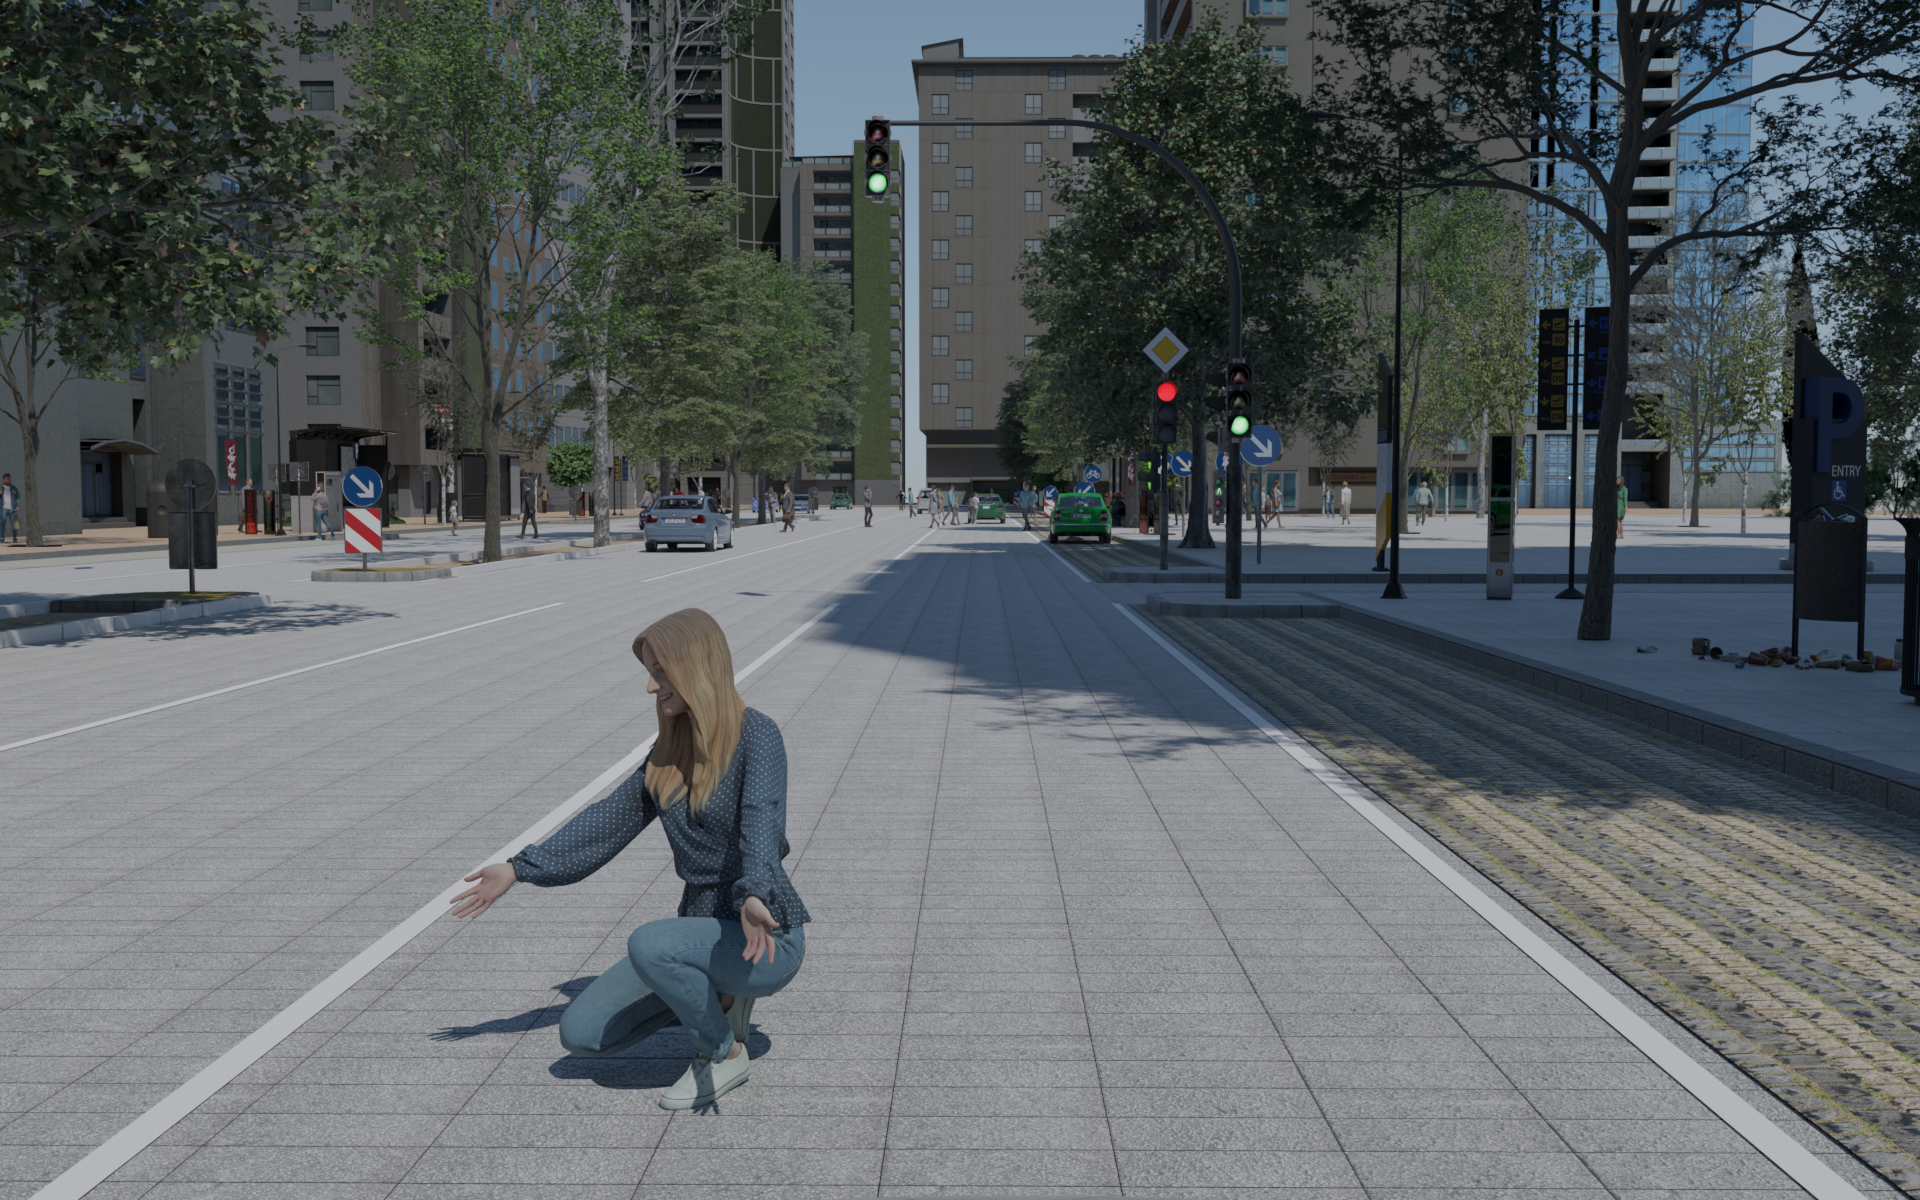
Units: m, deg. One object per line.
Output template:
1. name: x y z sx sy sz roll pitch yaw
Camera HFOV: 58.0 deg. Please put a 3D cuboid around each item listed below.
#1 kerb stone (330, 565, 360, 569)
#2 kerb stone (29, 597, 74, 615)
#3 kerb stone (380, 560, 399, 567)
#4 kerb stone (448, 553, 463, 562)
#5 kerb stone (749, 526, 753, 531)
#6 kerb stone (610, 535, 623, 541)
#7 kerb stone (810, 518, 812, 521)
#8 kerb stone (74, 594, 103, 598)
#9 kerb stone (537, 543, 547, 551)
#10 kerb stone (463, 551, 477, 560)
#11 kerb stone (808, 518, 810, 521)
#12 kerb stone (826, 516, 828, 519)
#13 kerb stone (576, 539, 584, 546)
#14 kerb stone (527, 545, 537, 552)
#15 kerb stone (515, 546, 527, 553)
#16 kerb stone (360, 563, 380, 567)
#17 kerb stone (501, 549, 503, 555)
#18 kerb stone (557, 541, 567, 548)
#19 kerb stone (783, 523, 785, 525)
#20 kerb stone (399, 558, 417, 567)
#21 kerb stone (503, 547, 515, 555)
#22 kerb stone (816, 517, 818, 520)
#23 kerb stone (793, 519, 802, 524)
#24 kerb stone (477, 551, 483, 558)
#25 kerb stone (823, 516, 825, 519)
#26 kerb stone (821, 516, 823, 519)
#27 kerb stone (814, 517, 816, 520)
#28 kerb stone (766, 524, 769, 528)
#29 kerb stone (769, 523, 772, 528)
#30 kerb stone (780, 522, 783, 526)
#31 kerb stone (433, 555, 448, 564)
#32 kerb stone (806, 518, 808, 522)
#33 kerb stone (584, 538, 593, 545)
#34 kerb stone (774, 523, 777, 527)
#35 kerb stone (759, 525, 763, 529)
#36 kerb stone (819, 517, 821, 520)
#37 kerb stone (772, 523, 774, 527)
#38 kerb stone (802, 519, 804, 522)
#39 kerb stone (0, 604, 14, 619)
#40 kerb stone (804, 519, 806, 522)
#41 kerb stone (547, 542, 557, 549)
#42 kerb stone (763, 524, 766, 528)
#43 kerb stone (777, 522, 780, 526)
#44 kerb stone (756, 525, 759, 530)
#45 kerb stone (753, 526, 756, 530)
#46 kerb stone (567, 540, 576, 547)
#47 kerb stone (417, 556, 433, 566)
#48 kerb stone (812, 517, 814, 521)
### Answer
1. kerb stone: -10.858 -0.505 30.511 0.120 0.150 1.000 0 4 1
2. kerb stone: -10.979 0.087 20.771 0.120 0.150 1.000 0 4 1
3. kerb stone: -10.824 -0.632 32.565 0.120 0.150 1.000 0 4 1
4. kerb stone: -10.784 -0.886 36.677 0.120 0.150 1.000 0 4 1
5. kerb stone: -8.297 -2.760 67.385 0.120 0.150 1.000 0 4 1
6. kerb stone: -10.581 -1.887 53.087 0.120 0.150 1.000 0 4 1
7. kerb stone: -8.009 -4.206 90.955 0.120 0.150 1.000 0 4 1
8. kerb stone: -10.968 0.025 21.809 0.120 0.150 1.000 0 4 1
9. kerb stone: -10.695 -1.320 43.851 0.120 0.150 1.000 0 4 1
10. kerb stone: -10.767 -0.948 37.699 0.120 0.150 1.000 0 4 1
11. kerb stone: -8.021 -4.143 89.933 0.120 0.150 1.000 0 4 1
12. kerb stone: -7.901 -4.770 100.179 0.120 0.150 1.000 0 4 1
13. kerb stone: -10.642 -1.575 47.946 0.120 0.150 1.000 0 4 1
14. kerb stone: -10.705 -1.258 42.827 0.120 0.150 1.000 0 4 1
15. kerb stone: -10.715 -1.199 41.804 0.120 0.150 1.000 0 4 1
16. kerb stone: -10.849 -0.572 31.543 0.120 0.150 1.000 0 4 1
17. kerb stone: -10.741 -1.073 39.748 0.120 0.150 1.000 0 4 1
18. kerb stone: -10.668 -1.450 45.902 0.120 0.150 1.000 0 4 1
19. kerb stone: -8.161 -3.447 78.666 0.120 0.150 1.000 0 4 1
20. kerb stone: -10.813 -0.697 33.593 0.120 0.150 1.000 0 4 1
21. kerb stone: -10.730 -1.130 40.782 0.120 0.150 1.000 0 4 1
22. kerb stone: -7.975 -4.392 94.029 0.120 0.150 1.000 0 4 1
23. kerb stone: -8.074 -3.893 85.844 0.120 0.150 1.000 0 4 1
24. kerb stone: -10.760 -1.011 38.721 0.120 0.150 1.000 0 4 1
25. kerb stone: -7.921 -4.640 98.128 0.120 0.150 1.000 0 4 1
26. kerb stone: -7.932 -4.581 97.099 0.120 0.150 1.000 0 4 1
27. kerb stone: -7.985 -4.328 93.000 0.120 0.150 1.000 0 4 1
28. kerb stone: -8.240 -3.077 72.502 0.120 0.150 1.000 0 4 1
29. kerb stone: -8.228 -3.139 73.524 0.120 0.150 1.000 0 4 1
30. kerb stone: -8.171 -3.391 77.643 0.120 0.150 1.000 0 4 1
31. kerb stone: -10.795 -0.822 35.641 0.120 0.150 1.000 0 4 1
32. kerb stone: -8.034 -4.080 88.911 0.120 0.150 1.000 0 4 1
33. kerb stone: -10.628 -1.635 48.977 0.120 0.150 1.000 0 4 1
34. kerb stone: -8.203 -3.264 75.582 0.120 0.150 1.000 0 4 1
35. kerb stone: -8.258 -2.951 70.451 0.120 0.150 1.000 0 4 1
36. kerb stone: -7.945 -4.519 96.077 0.120 0.150 1.000 0 4 1
37. kerb stone: -8.215 -3.202 74.550 0.120 0.150 1.000 0 4 1
38. kerb stone: -8.065 -3.955 86.867 0.120 0.150 1.000 0 4 1
39. kerb stone: -10.987 0.150 19.749 0.120 0.150 1.000 0 4 1
40. kerb stone: -8.038 -4.013 87.889 0.120 0.150 1.000 0 4 1
41. kerb stone: -10.684 -1.387 44.874 0.120 0.150 1.000 0 4 1
42. kerb stone: -8.251 -3.014 71.473 0.120 0.150 1.000 0 4 1
43. kerb stone: -8.183 -3.328 76.611 0.120 0.150 1.000 0 4 1
44. kerb stone: -8.273 -2.887 69.429 0.120 0.150 1.000 0 4 1
45. kerb stone: -8.291 -2.826 68.407 0.120 0.150 1.000 0 4 1
46. kerb stone: -10.649 -1.511 46.924 0.120 0.150 1.000 0 4 1
47. kerb stone: -10.808 -0.759 34.615 0.120 0.150 1.000 0 4 1
48. kerb stone: -7.992 -4.268 91.977 0.120 0.150 1.000 0 4 1
